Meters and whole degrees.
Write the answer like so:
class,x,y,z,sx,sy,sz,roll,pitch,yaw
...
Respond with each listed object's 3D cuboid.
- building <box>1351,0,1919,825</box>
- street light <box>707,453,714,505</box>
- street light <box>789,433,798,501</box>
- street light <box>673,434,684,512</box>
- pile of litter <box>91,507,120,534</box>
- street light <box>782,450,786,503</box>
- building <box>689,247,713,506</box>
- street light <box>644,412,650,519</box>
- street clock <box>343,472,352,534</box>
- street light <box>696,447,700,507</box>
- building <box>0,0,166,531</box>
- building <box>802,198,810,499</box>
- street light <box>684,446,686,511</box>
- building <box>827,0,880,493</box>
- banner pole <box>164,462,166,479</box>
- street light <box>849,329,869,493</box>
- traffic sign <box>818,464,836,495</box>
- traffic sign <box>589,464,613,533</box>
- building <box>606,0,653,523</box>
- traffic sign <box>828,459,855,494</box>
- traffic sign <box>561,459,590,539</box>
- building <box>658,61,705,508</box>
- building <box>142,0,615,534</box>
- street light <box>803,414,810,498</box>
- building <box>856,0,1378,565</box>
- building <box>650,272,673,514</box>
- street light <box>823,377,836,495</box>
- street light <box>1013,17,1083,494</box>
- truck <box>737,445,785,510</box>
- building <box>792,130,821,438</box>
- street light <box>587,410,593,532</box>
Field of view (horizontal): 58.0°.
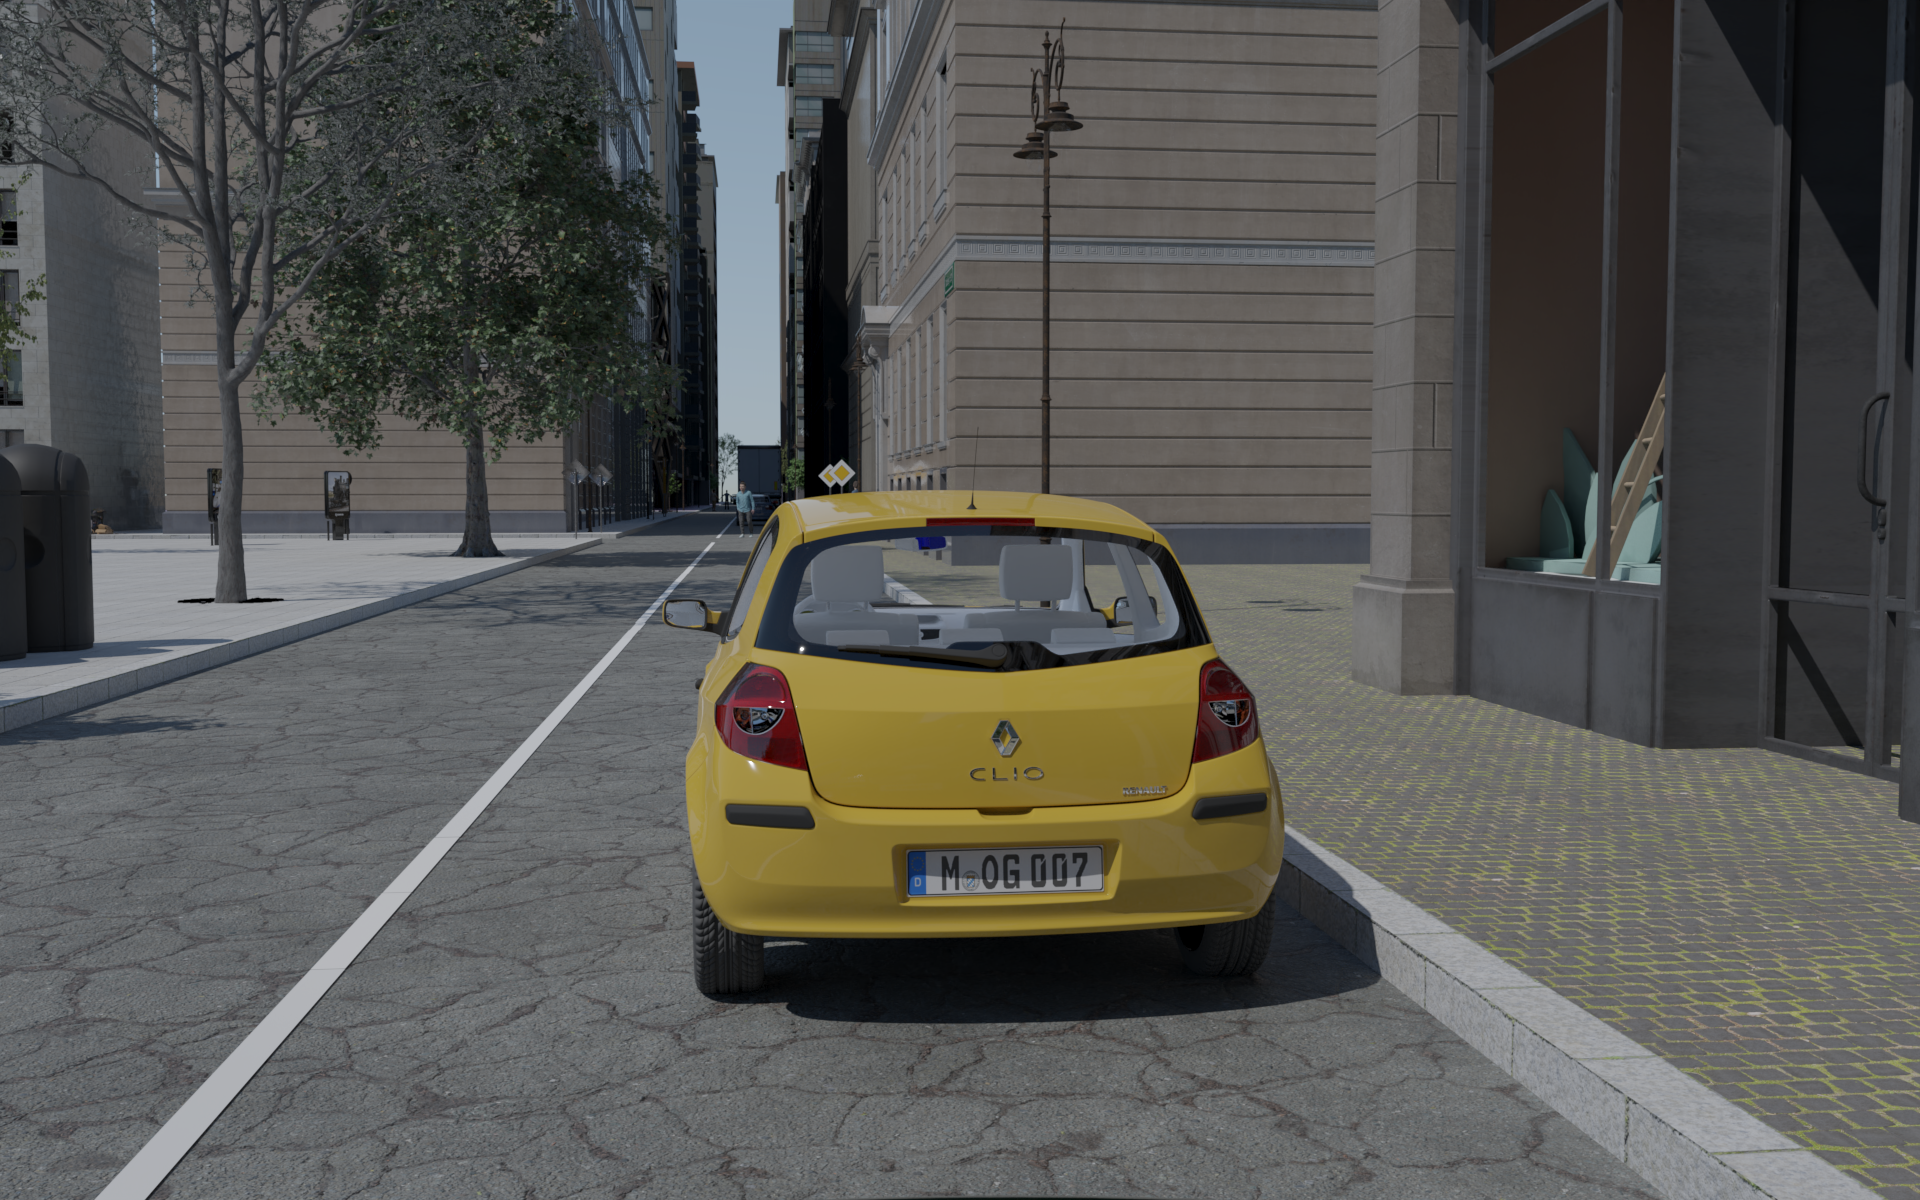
class,x,y,z,sx,sy,sz,roll,pitch,yaw
building,7.252,-9.758,10.459,10.553,20.767,40.483,0,4,-7
street light,-28.526,-13.687,196.574,0.468,5.910,1.993,0,4,-7
street light,-12.511,-9.719,131.695,0.468,5.910,1.993,0,4,-7
street light,-19.707,-9.033,120.474,0.468,5.910,1.993,0,4,-7
pile of litter,-27.531,-2.519,55.143,1.719,0.858,1.176,0,4,6
street light,-17.877,-12.477,176.782,0.468,5.910,1.993,0,4,-7
building,-35.437,-25.838,194.148,14.160,30.474,14.107,0,4,-7
street light,-16.058,-7.107,88.984,0.468,5.910,1.993,0,4,-7
street clock,-19.643,-3.103,55.305,0.471,2.002,0.358,2,4,31
street light,-24.971,-11.777,165.338,0.468,5.910,1.993,0,4,-7
building,-37.463,-12.438,58.109,16.860,20.320,10.420,0,4,-7
building,-2.747,-16.584,100.820,12.332,23.373,15.834,0,4,-7
street light,-21.428,-9.866,134.100,0.468,5.910,1.993,0,4,-7
building,10.257,-14.298,67.056,30.059,22.955,16.112,0,4,-7
banner pole,-44.349,-6.527,96.739,0.863,3.779,0.401,0,4,4
street light,-2.836,-4.641,48.676,0.468,5.910,1.993,0,4,-7
traffic sign,-4.342,-3.322,57.961,0.795,2.450,0.064,0,4,-7
traffic sign,-11.837,-3.270,57.106,0.795,2.450,0.064,0,4,-7
building,-22.428,-19.108,89.908,11.434,29.767,29.804,0,4,-7
traffic sign,-3.413,-2.837,50.030,0.795,2.450,0.064,0,4,-7
traffic sign,-10.908,-2.785,49.175,0.795,2.450,0.064,0,4,-7
building,-36.933,-31.640,171.944,22.147,44.769,28.867,0,4,-7
building,-20.282,-17.077,65.106,13.634,28.700,20.117,0,4,-7
street light,-8.806,-7.799,100.302,0.468,5.910,1.993,0,4,-7
building,4.891,-15.565,40.391,13.634,28.700,20.117,0,4,-7
building,-27.406,-15.023,113.085,16.820,18.784,16.811,0,4,-7
street light,-5.165,-5.871,68.782,0.468,5.910,1.993,0,4,-7
street light,0.868,-2.732,17.457,0.468,5.910,1.993,0,4,-7
truck,-11.999,-7.070,104.506,2.839,4.237,11.283,0,4,-5
building,-4.374,-20.399,120.917,14.401,28.519,23.554,0,4,-7
street light,-12.374,-5.197,57.762,0.468,5.910,1.993,0,4,-7
